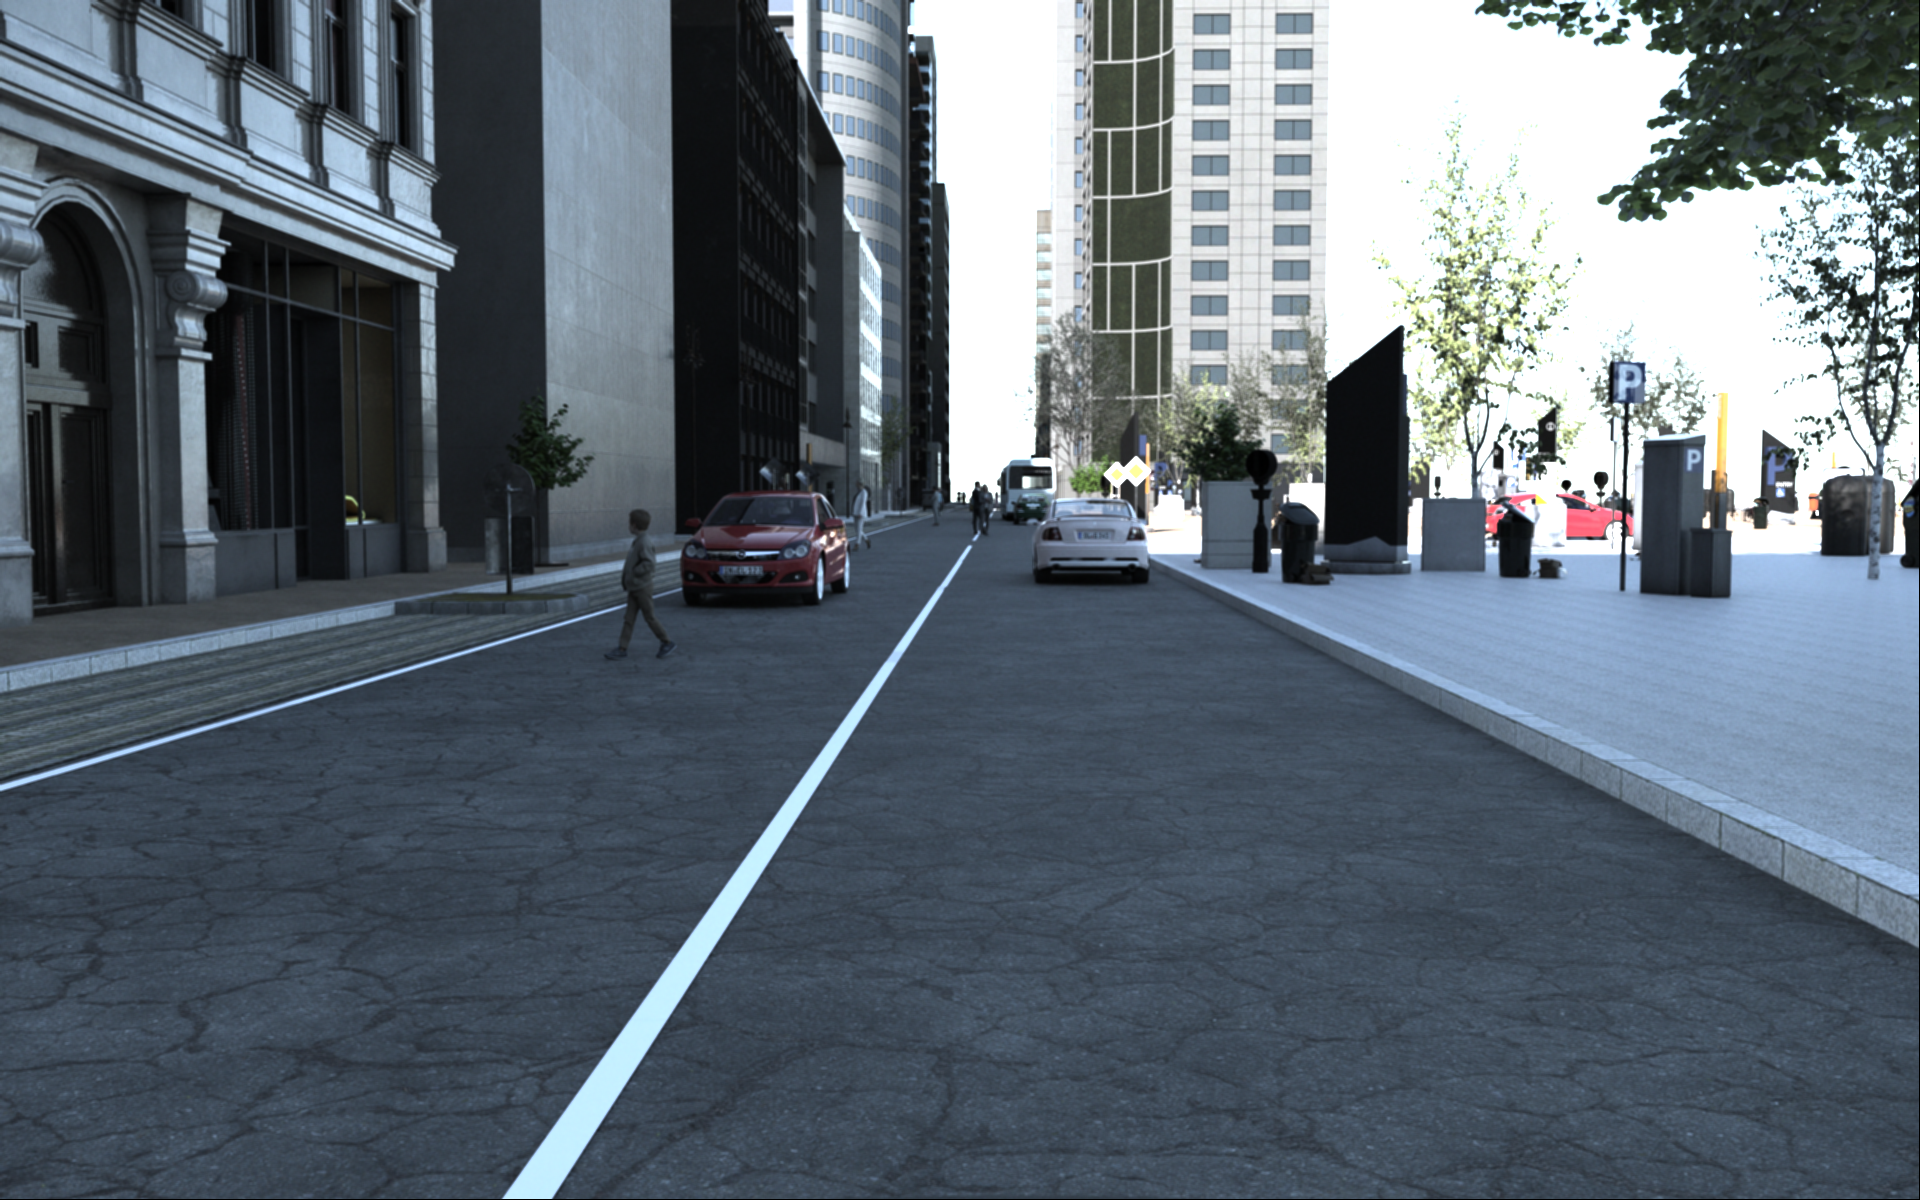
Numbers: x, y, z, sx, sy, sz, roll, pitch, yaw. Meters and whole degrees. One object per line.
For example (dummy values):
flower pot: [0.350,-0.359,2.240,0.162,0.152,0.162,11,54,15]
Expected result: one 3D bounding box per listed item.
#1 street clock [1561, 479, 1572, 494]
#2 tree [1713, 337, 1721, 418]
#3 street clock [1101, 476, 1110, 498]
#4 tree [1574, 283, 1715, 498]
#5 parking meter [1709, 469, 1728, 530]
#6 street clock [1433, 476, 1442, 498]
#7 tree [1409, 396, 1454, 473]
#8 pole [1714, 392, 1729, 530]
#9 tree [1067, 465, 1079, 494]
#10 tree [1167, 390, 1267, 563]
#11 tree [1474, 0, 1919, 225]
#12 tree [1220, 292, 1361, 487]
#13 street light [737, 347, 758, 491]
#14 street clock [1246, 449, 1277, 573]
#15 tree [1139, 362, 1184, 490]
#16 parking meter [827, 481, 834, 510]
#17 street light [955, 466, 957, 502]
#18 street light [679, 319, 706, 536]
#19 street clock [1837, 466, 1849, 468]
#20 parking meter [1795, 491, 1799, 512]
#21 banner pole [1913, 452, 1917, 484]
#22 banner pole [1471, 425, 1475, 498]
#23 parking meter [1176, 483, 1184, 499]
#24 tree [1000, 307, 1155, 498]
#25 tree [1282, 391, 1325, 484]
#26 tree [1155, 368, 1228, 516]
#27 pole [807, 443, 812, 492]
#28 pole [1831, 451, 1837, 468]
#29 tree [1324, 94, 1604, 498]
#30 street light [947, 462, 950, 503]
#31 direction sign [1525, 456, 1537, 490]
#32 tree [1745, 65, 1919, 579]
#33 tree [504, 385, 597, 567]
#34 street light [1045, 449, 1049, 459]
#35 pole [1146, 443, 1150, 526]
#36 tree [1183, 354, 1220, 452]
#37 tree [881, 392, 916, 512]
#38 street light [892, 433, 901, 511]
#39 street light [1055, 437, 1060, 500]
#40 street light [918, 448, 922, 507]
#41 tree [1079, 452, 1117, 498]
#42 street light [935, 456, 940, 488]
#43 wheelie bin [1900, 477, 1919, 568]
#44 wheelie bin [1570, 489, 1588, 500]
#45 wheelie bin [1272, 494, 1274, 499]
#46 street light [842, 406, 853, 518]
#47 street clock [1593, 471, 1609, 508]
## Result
street clock: [29.780,-4.924,85.078,0.471,2.002,0.358,3,5,43]
tree: [31.155,-7.639,75.261,4.360,8.622,3.978,0,3,0]
street clock: [5.707,-3.878,67.978,0.358,2.002,0.471,-1,4,-18]
tree: [23.177,-6.711,60.091,4.360,8.622,3.978,0,3,0]
parking meter: [17.967,-2.159,41.012,0.399,1.863,0.255,-3,4,-37]
street clock: [18.806,-3.894,68.234,0.358,2.002,0.471,1,4,22]
tree: [33.734,-10.700,125.304,4.360,8.622,3.978,0,3,0]
pole: [15.233,-2.497,34.663,0.158,3.312,0.155,0,3,0]
tree: [7.207,-6.118,94.632,1.663,3.219,1.824,0,3,0]
tree: [4.963,-2.298,32.166,1.663,3.219,1.824,0,3,0]
tree: [5.460,-5.475,7.649,7.486,12.596,7.792,0,3,0]
tree: [12.578,-6.900,63.171,4.360,8.622,3.978,0,3,0]
street light: [-6.706,-5.016,54.798,0.468,5.910,1.993,0,4,1]
street clock: [4.905,-1.447,28.227,0.471,2.002,0.358,3,5,43]
tree: [11.638,-8.713,92.825,4.360,8.622,3.978,0,3,0]
parking meter: [-5.736,-4.342,76.699,0.255,1.863,0.399,1,4,12]
street light: [-0.731,-19.293,288.231,0.468,5.910,1.993,0,4,1]
street light: [-7.050,-4.467,45.815,0.468,5.910,1.993,0,4,1]
street clock: [22.552,-2.427,44.253,0.471,2.002,0.358,1,4,15]
parking meter: [61.302,-7.252,126.979,0.372,1.533,0.369,0,3,0]
banner pole: [55.596,-6.786,100.961,0.401,3.779,0.863,1,4,11]
banner pole: [18.623,-4.459,62.922,0.401,3.779,0.863,1,4,17]
parking meter: [11.434,-5.162,90.113,0.399,1.863,0.255,0,4,-4]
tree: [7.731,-12.494,114.654,12.009,13.543,11.850,0,3,0]
tree: [24.986,-10.648,124.451,4.737,8.622,4.395,0,3,0]
tree: [13.603,-9.189,100.607,4.737,8.622,4.395,0,3,0]
pole: [-6.077,-4.649,69.855,0.158,3.312,0.155,0,3,0]
pole: [41.626,-5.425,82.544,0.158,3.312,0.155,0,3,0]
tree: [9.573,-4.991,31.963,4.737,8.622,4.395,0,3,0]
street light: [-1.669,-17.049,251.537,0.468,5.910,1.993,0,4,1]
direction sign: [34.422,-6.868,104.284,0.876,3.537,0.379,-1,4,-9]
tree: [13.911,-4.635,26.139,4.360,8.622,3.978,0,3,0]
tree: [-7.526,-2.212,30.774,1.663,3.219,1.824,0,3,0]
street light: [8.439,-11.984,168.730,0.468,5.910,1.993,0,4,1]
pole: [7.528,-4.646,69.809,0.158,3.312,0.155,0,3,0]
tree: [13.695,-8.293,85.953,4.360,8.622,3.978,0,3,0]
tree: [-5.307,-10.614,123.903,4.737,8.622,4.395,0,3,0]
street light: [-4.736,-9.700,131.389,0.468,5.910,1.993,0,4,1]
street light: [7.374,-9.734,131.930,0.468,5.910,1.993,0,4,1]
street light: [-3.856,-11.969,168.479,0.468,5.910,1.993,0,4,1]
tree: [6.593,-5.048,77.140,1.663,3.219,1.824,0,3,0]
street light: [-2.670,-14.780,214.445,0.468,5.910,1.993,0,4,1]
wheelie bin: [16.833,-1.355,30.059,0.980,1.594,0.693,-2,4,-29]
wheelie bin: [42.625,-6.792,118.951,0.980,1.594,0.693,0,4,-2]
wheelie bin: [21.503,-6.896,120.652,0.693,1.594,0.980,1,4,15]
street light: [-5.934,-7.261,91.497,0.468,5.910,1.993,0,4,1]
street clock: [20.116,-3.047,54.387,0.358,2.002,0.471,-1,4,-20]
